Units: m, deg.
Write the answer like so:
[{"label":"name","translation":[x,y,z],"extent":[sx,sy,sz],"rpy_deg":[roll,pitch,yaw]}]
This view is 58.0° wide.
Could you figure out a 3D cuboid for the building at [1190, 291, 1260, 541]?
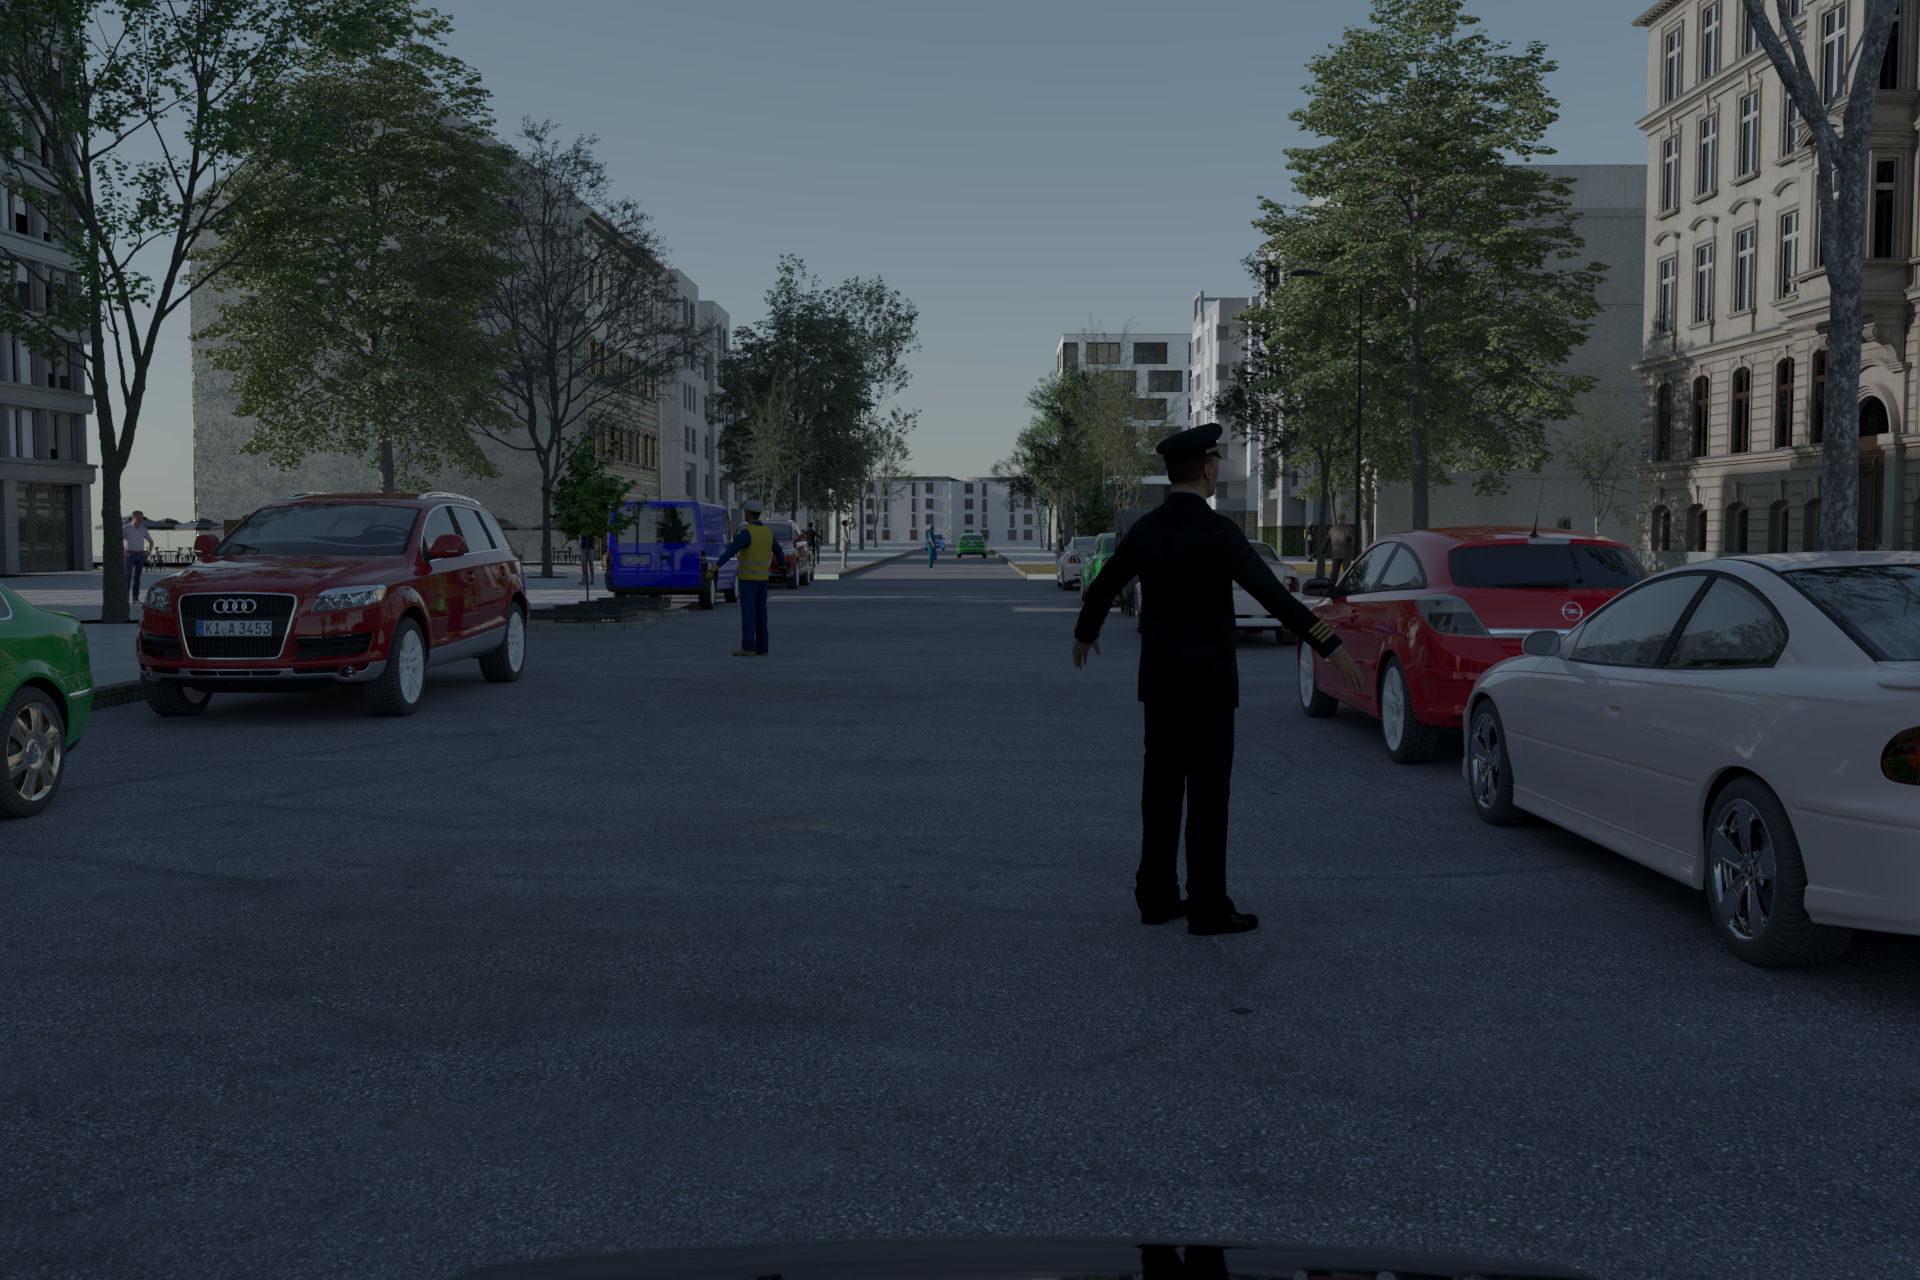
[{"label":"building","translation":[23.257,-17.069,135.501],"extent":[16.016,20.090,11.380],"rpy_deg":[0,3,0]}]

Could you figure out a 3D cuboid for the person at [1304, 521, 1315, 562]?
[{"label":"person","translation":[15.929,-4.449,78.521],"extent":[0.705,1.856,1.354],"rpy_deg":[1,4,16]}]

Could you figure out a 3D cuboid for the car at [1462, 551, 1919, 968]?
[{"label":"car","translation":[3.517,0.322,7.102],"extent":[2.083,1.381,4.827],"rpy_deg":[0,4,0]}]

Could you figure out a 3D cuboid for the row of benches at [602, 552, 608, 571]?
[{"label":"row of benches","translation":[-11.708,-2.680,59.284],"extent":[1.422,0.672,4.104],"rpy_deg":[-1,4,-18]}]

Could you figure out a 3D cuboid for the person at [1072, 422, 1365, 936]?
[{"label":"person","translation":[0.853,0.128,6.307],"extent":[0.705,1.837,1.347],"rpy_deg":[-3,5,-41]}]

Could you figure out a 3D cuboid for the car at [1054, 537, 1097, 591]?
[{"label":"car","translation":[3.531,-2.017,45.344],"extent":[2.083,1.381,4.827],"rpy_deg":[0,4,1]}]

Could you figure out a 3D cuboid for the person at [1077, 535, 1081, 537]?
[{"label":"person","translation":[5.777,-4.450,78.890],"extent":[1.348,1.813,0.705],"rpy_deg":[-2,4,-34]}]

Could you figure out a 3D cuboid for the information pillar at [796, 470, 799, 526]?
[{"label":"information pillar","translation":[-5.934,-4.400,63.302],"extent":[0.183,3.616,0.504],"rpy_deg":[0,3,0]}]

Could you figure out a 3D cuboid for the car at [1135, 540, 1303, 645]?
[{"label":"car","translation":[3.465,-0.692,23.677],"extent":[2.083,1.381,4.827],"rpy_deg":[0,4,1]}]

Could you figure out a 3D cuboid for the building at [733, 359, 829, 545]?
[{"label":"building","translation":[-24.061,-19.862,191.205],"extent":[16.747,18.905,31.486],"rpy_deg":[0,4,0]}]

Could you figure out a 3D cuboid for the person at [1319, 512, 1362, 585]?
[{"label":"person","translation":[8.352,-1.916,37.918],"extent":[0.990,1.755,0.434],"rpy_deg":[3,4,38]}]

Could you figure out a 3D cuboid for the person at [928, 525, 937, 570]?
[{"label":"person","translation":[-1.116,-3.756,69.989],"extent":[0.704,1.817,1.347],"rpy_deg":[0,4,0]}]

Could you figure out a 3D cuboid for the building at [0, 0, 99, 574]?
[{"label":"building","translation":[-31.879,-12.248,46.934],"extent":[8.464,21.280,15.925],"rpy_deg":[0,4,1]}]

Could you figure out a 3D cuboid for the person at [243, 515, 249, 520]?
[{"label":"person","translation":[-19.630,-2.551,47.796],"extent":[1.344,1.819,0.704],"rpy_deg":[2,4,30]}]

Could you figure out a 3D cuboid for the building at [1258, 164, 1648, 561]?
[{"label":"building","translation":[26.840,-13.775,91.679],"extent":[16.747,18.905,31.486],"rpy_deg":[0,4,0]}]

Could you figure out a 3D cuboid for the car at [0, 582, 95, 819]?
[{"label":"car","translation":[-5.574,0.085,7.400],"extent":[1.959,1.807,4.718],"rpy_deg":[0,4,0]}]

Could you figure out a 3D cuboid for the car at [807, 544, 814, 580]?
[{"label":"car","translation":[-5.437,-2.469,52.174],"extent":[2.131,1.459,4.920],"rpy_deg":[0,4,0]}]

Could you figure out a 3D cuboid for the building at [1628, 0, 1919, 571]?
[{"label":"building","translation":[29.562,-13.824,45.114],"extent":[14.460,24.649,34.723],"rpy_deg":[0,3,0]}]

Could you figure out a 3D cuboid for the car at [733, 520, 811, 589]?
[{"label":"car","translation":[-5.217,-2.329,46.754],"extent":[2.281,1.827,5.304],"rpy_deg":[0,4,0]}]

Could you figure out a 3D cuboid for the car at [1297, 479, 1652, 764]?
[{"label":"car","translation":[3.594,-0.199,12.290],"extent":[2.155,1.783,4.494],"rpy_deg":[0,3,0]}]

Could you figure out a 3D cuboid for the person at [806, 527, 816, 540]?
[{"label":"person","translation":[-7.090,-4.616,81.653],"extent":[0.705,1.806,1.347],"rpy_deg":[3,4,37]}]

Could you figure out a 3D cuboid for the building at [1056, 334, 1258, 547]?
[{"label":"building","translation":[24.579,-21.339,192.863],"extent":[27.936,21.610,32.646],"rpy_deg":[0,4,1]}]

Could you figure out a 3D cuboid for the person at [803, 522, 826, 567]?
[{"label":"person","translation":[-5.761,-3.715,67.454],"extent":[1.216,1.740,0.721],"rpy_deg":[2,4,26]}]

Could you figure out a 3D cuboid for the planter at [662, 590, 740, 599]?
[{"label":"planter","translation":[-5.789,-1.102,39.150],"extent":[1.991,0.319,1.994],"rpy_deg":[0,4,1]}]

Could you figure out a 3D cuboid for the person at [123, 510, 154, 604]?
[{"label":"person","translation":[-14.992,-1.501,31.524],"extent":[0.436,1.711,0.756],"rpy_deg":[3,5,43]}]

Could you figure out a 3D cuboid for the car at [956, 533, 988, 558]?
[{"label":"car","translation":[0.710,-5.814,103.863],"extent":[1.959,1.807,4.718],"rpy_deg":[0,4,0]}]

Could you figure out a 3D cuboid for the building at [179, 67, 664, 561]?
[{"label":"building","translation":[-26.592,-15.834,89.822],"extent":[19.493,23.208,18.063],"rpy_deg":[0,4,1]}]

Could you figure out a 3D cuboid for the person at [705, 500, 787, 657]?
[{"label":"person","translation":[-2.453,-0.732,20.398],"extent":[0.705,1.833,1.349],"rpy_deg":[3,4,36]}]

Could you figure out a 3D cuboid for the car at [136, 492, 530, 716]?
[{"label":"car","translation":[-5.313,-0.406,15.306],"extent":[2.281,1.827,5.304],"rpy_deg":[0,4,0]}]

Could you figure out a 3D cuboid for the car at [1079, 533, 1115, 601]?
[{"label":"car","translation":[3.467,-1.644,35.672],"extent":[1.959,1.807,4.718],"rpy_deg":[0,3,0]}]

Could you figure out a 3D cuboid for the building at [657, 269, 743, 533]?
[{"label":"building","translation":[-26.967,-16.207,131.447],"extent":[16.747,18.905,31.486],"rpy_deg":[0,4,0]}]

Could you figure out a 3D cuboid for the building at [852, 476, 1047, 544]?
[{"label":"building","translation":[-1.353,-18.752,251.196],"extent":[28.070,9.664,9.099],"rpy_deg":[0,4,4]}]

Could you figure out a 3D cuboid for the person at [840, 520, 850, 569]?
[{"label":"person","translation":[-4.242,-3.549,64.220],"extent":[0.705,1.806,1.347],"rpy_deg":[-1,4,-9]}]

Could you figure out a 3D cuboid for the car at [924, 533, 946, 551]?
[{"label":"car","translation":[-2.135,-8.502,148.599],"extent":[1.945,1.707,3.694],"rpy_deg":[0,4,0]}]

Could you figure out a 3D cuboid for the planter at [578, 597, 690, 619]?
[{"label":"planter","translation":[-5.793,-0.556,30.235],"extent":[1.991,0.319,1.994],"rpy_deg":[0,3,0]}]

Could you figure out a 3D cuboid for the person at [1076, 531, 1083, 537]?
[{"label":"person","translation":[6.038,-4.943,86.961],"extent":[0.704,1.812,1.346],"rpy_deg":[0,4,-2]}]

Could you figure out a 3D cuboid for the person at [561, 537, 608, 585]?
[{"label":"person","translation":[-9.464,-2.309,43.925],"extent":[1.345,1.807,0.704],"rpy_deg":[-3,5,-42]}]
